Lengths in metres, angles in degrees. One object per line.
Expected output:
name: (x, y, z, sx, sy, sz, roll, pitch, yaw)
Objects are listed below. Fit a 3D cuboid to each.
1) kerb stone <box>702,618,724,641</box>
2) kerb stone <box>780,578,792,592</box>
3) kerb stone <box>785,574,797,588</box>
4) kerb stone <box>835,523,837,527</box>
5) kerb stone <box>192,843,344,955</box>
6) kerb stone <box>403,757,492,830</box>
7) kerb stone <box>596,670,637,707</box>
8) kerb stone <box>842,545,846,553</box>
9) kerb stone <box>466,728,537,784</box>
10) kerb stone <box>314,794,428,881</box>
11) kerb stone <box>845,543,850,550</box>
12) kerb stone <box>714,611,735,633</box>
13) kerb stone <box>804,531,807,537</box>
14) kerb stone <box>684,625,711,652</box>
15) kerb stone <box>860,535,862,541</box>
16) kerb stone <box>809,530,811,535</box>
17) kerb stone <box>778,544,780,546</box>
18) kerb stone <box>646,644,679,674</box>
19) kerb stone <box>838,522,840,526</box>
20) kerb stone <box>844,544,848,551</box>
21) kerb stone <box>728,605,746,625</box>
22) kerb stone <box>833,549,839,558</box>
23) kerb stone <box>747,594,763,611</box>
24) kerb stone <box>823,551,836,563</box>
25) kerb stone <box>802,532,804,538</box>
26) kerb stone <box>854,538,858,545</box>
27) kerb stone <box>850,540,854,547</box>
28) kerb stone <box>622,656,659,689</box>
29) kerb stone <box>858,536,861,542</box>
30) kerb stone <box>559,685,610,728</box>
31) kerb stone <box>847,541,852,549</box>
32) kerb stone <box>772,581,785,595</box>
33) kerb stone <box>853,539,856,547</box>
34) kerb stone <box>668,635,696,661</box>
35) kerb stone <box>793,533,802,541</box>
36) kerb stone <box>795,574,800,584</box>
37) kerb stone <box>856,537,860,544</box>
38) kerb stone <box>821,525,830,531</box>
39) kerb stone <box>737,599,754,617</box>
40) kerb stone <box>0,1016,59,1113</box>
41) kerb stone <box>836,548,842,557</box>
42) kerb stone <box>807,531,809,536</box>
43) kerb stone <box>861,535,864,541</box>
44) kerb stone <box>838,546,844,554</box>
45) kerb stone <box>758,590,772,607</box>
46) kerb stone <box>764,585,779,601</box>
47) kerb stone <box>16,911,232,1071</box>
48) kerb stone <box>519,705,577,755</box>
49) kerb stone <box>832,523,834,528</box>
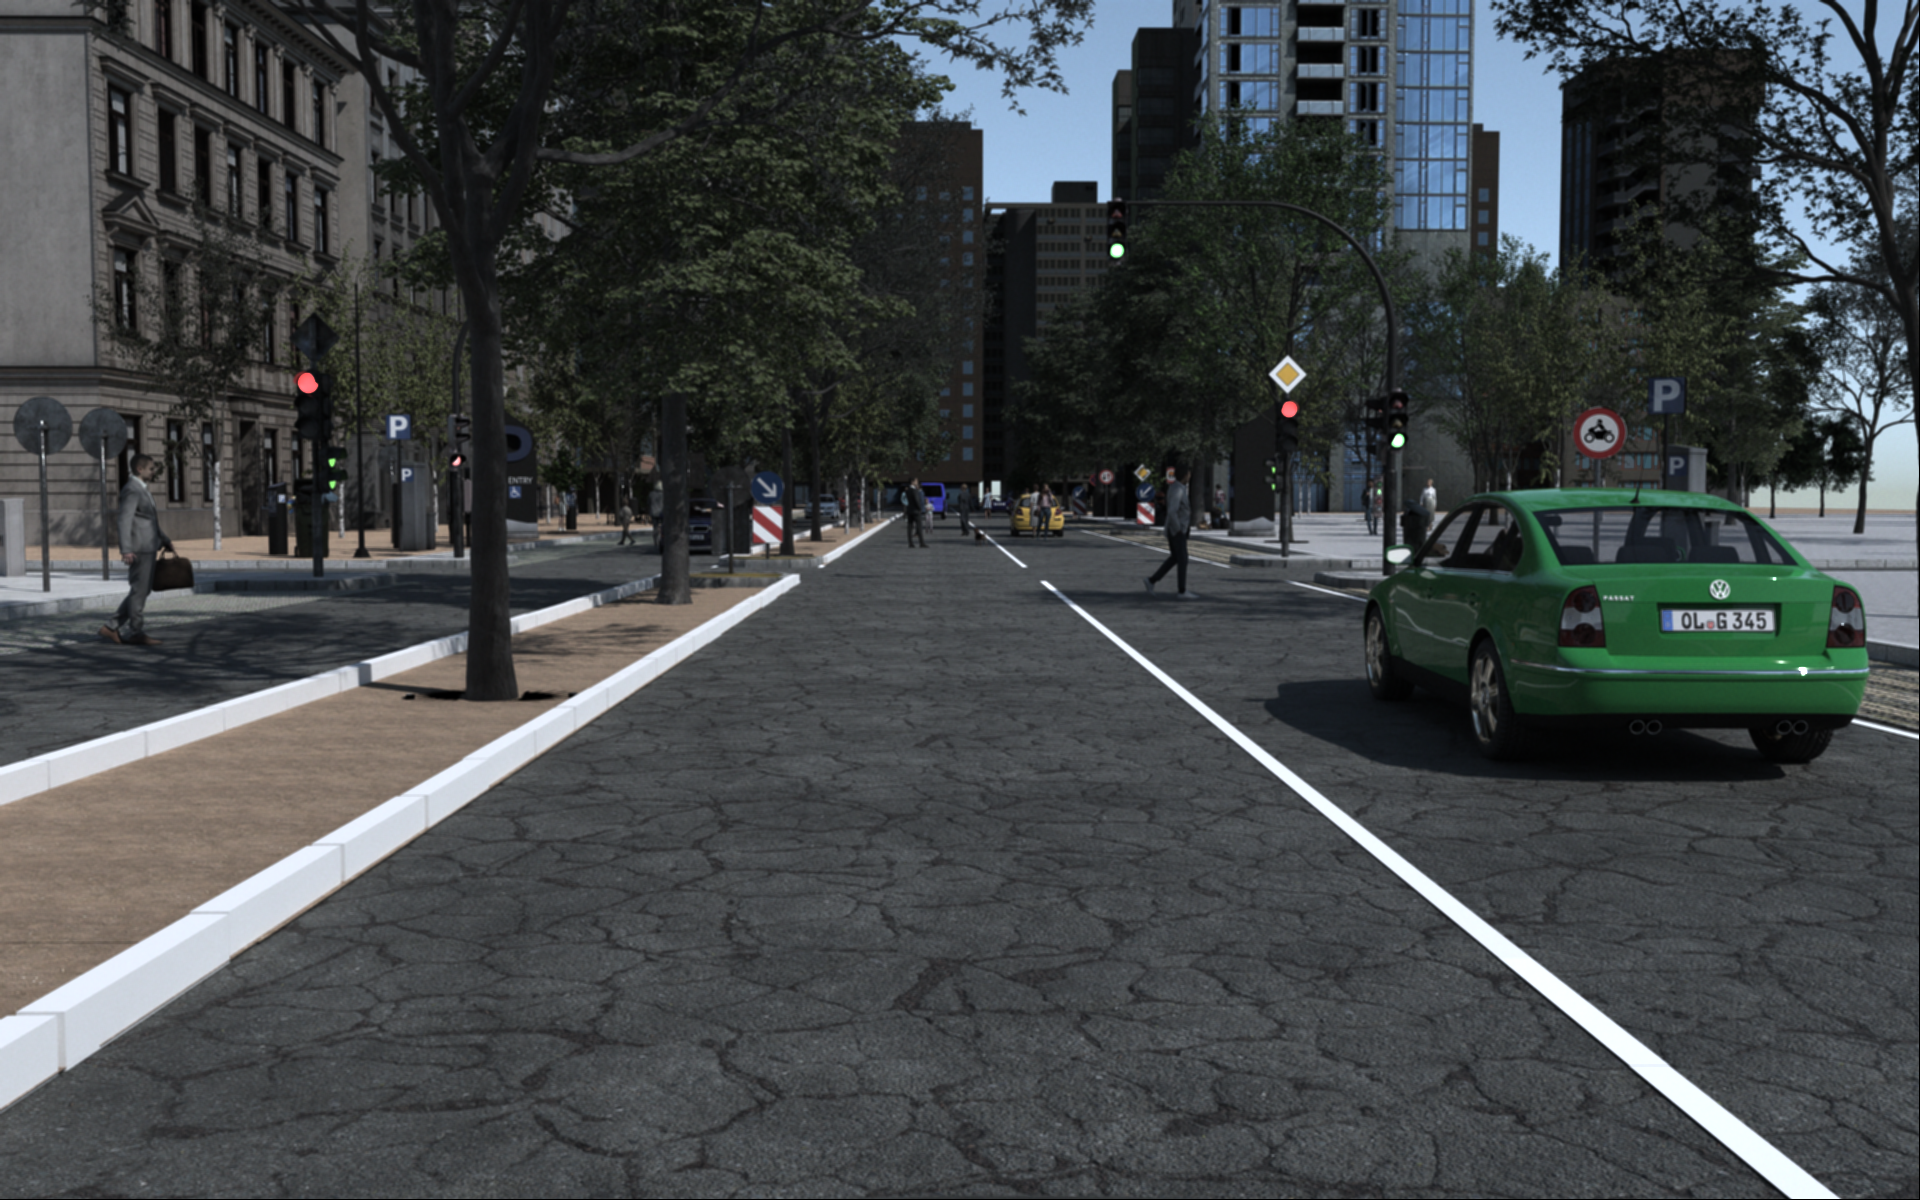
kerb stone: (-2.481, 0.312, 17.128, 0.120, 0.150, 1.000, 0, 4, -1)
kerb stone: (-2.603, -0.192, 25.332, 0.120, 0.150, 1.000, 0, 4, -1)
kerb stone: (-2.623, -0.254, 26.354, 0.120, 0.150, 1.000, 0, 4, -1)
kerb stone: (-5.452, -3.166, 73.984, 0.120, 0.150, 1.000, 0, 4, -1)
kerb stone: (-2.314, 1.001, 5.824, 0.120, 0.150, 1.000, 0, 4, -1)
kerb stone: (-2.333, 0.875, 7.884, 0.120, 0.150, 1.000, 0, 4, -1)
kerb stone: (-2.401, 0.626, 11.992, 0.120, 0.150, 1.000, 0, 4, -1)
kerb stone: (-2.864, -1.162, 41.196, 0.120, 0.150, 1.000, 0, 4, -1)
kerb stone: (-2.362, 0.813, 8.905, 0.120, 0.150, 1.000, 0, 4, -1)
kerb stone: (-2.326, 0.938, 6.859, 0.120, 0.150, 1.000, 0, 4, -1)
kerb stone: (-2.889, -1.281, 43.241, 0.120, 0.150, 1.000, 0, 4, -1)
kerb stone: (-2.500, 0.249, 18.159, 0.120, 0.150, 1.000, 0, 4, -1)
kerb stone: (-5.187, -2.101, 56.572, 0.120, 0.150, 1.000, 0, 4, -1)
kerb stone: (-2.462, 0.373, 16.092, 0.120, 0.150, 1.000, 0, 4, -1)
kerb stone: (-2.994, -1.722, 50.424, 0.120, 0.150, 1.000, 0, 4, -1)
kerb stone: (-5.221, -2.228, 58.624, 0.120, 0.150, 1.000, 0, 4, -1)
kerb stone: (-5.038, -1.536, 47.319, 0.120, 0.150, 1.000, 0, 4, -1)
kerb stone: (-2.437, 0.499, 14.042, 0.120, 0.150, 1.000, 0, 4, -1)
kerb stone: (-5.488, -3.294, 76.046, 0.120, 0.150, 1.000, 0, 4, -1)
kerb stone: (-2.873, -1.225, 42.218, 0.120, 0.150, 1.000, 0, 4, -1)
kerb stone: (-2.514, 0.191, 19.181, 0.120, 0.150, 1.000, 0, 4, -1)
kerb stone: (-2.807, -0.974, 38.129, 0.120, 0.150, 1.000, 0, 4, -1)
kerb stone: (-2.554, 0.059, 21.233, 0.120, 0.150, 1.000, 0, 4, -1)
kerb stone: (-2.794, -0.912, 37.107, 0.120, 0.150, 1.000, 0, 4, -1)
kerb stone: (-5.174, -2.038, 55.550, 0.120, 0.150, 1.000, 0, 4, -1)
kerb stone: (-2.943, -1.535, 47.349, 0.120, 0.150, 1.000, 0, 4, -1)
kerb stone: (-2.919, -1.413, 45.301, 0.120, 0.150, 1.000, 0, 4, -1)
kerb stone: (-2.422, 0.565, 13.014, 0.120, 0.150, 1.000, 0, 4, -1)
kerb stone: (-2.974, -1.664, 49.397, 0.120, 0.150, 1.000, 0, 4, -1)
kerb stone: (-2.388, 0.687, 10.960, 0.120, 0.150, 1.000, 0, 4, -1)
kerb stone: (-2.908, -1.347, 44.268, 0.120, 0.150, 1.000, 0, 4, -1)
kerb stone: (-2.597, -0.129, 24.308, 0.120, 0.150, 1.000, 0, 4, -1)
kerb stone: (-2.934, -1.474, 46.327, 0.120, 0.150, 1.000, 0, 4, -1)
kerb stone: (-2.452, 0.438, 15.070, 0.120, 0.150, 1.000, 0, 4, -1)
kerb stone: (-5.158, -1.977, 54.527, 0.120, 0.150, 1.000, 0, 4, -1)
kerb stone: (-2.634, -0.310, 27.376, 0.120, 0.150, 1.000, 0, 4, -1)
kerb stone: (-2.957, -1.601, 48.375, 0.120, 0.150, 1.000, 0, 4, -1)
kerb stone: (-5.376, -2.849, 68.861, 0.120, 0.150, 1.000, 0, 4, -1)
kerb stone: (-2.540, 0.126, 20.208, 0.120, 0.150, 1.000, 0, 4, -1)
kerb stone: (-2.276, 1.128, 3.769, 0.120, 0.150, 1.000, 0, 4, -1)
kerb stone: (-2.817, -1.037, 39.152, 0.120, 0.150, 1.000, 0, 4, -1)
kerb stone: (-5.202, -2.165, 57.598, 0.120, 0.150, 1.000, 0, 4, -1)
kerb stone: (-3.010, -1.786, 51.450, 0.120, 0.150, 1.000, 0, 4, -1)
kerb stone: (-2.832, -1.100, 40.174, 0.120, 0.150, 1.000, 0, 4, -1)
kerb stone: (-2.555, 0.001, 22.262, 0.120, 0.150, 1.000, 0, 4, -1)
kerb stone: (-2.570, -0.067, 23.284, 0.120, 0.150, 1.000, 0, 4, -1)
kerb stone: (-2.286, 1.064, 4.794, 0.120, 0.150, 1.000, 0, 4, -1)
kerb stone: (-2.375, 0.753, 9.927, 0.120, 0.150, 1.000, 0, 4, -1)
kerb stone: (-5.424, -3.042, 71.940, 0.120, 0.150, 1.000, 0, 4, -1)
